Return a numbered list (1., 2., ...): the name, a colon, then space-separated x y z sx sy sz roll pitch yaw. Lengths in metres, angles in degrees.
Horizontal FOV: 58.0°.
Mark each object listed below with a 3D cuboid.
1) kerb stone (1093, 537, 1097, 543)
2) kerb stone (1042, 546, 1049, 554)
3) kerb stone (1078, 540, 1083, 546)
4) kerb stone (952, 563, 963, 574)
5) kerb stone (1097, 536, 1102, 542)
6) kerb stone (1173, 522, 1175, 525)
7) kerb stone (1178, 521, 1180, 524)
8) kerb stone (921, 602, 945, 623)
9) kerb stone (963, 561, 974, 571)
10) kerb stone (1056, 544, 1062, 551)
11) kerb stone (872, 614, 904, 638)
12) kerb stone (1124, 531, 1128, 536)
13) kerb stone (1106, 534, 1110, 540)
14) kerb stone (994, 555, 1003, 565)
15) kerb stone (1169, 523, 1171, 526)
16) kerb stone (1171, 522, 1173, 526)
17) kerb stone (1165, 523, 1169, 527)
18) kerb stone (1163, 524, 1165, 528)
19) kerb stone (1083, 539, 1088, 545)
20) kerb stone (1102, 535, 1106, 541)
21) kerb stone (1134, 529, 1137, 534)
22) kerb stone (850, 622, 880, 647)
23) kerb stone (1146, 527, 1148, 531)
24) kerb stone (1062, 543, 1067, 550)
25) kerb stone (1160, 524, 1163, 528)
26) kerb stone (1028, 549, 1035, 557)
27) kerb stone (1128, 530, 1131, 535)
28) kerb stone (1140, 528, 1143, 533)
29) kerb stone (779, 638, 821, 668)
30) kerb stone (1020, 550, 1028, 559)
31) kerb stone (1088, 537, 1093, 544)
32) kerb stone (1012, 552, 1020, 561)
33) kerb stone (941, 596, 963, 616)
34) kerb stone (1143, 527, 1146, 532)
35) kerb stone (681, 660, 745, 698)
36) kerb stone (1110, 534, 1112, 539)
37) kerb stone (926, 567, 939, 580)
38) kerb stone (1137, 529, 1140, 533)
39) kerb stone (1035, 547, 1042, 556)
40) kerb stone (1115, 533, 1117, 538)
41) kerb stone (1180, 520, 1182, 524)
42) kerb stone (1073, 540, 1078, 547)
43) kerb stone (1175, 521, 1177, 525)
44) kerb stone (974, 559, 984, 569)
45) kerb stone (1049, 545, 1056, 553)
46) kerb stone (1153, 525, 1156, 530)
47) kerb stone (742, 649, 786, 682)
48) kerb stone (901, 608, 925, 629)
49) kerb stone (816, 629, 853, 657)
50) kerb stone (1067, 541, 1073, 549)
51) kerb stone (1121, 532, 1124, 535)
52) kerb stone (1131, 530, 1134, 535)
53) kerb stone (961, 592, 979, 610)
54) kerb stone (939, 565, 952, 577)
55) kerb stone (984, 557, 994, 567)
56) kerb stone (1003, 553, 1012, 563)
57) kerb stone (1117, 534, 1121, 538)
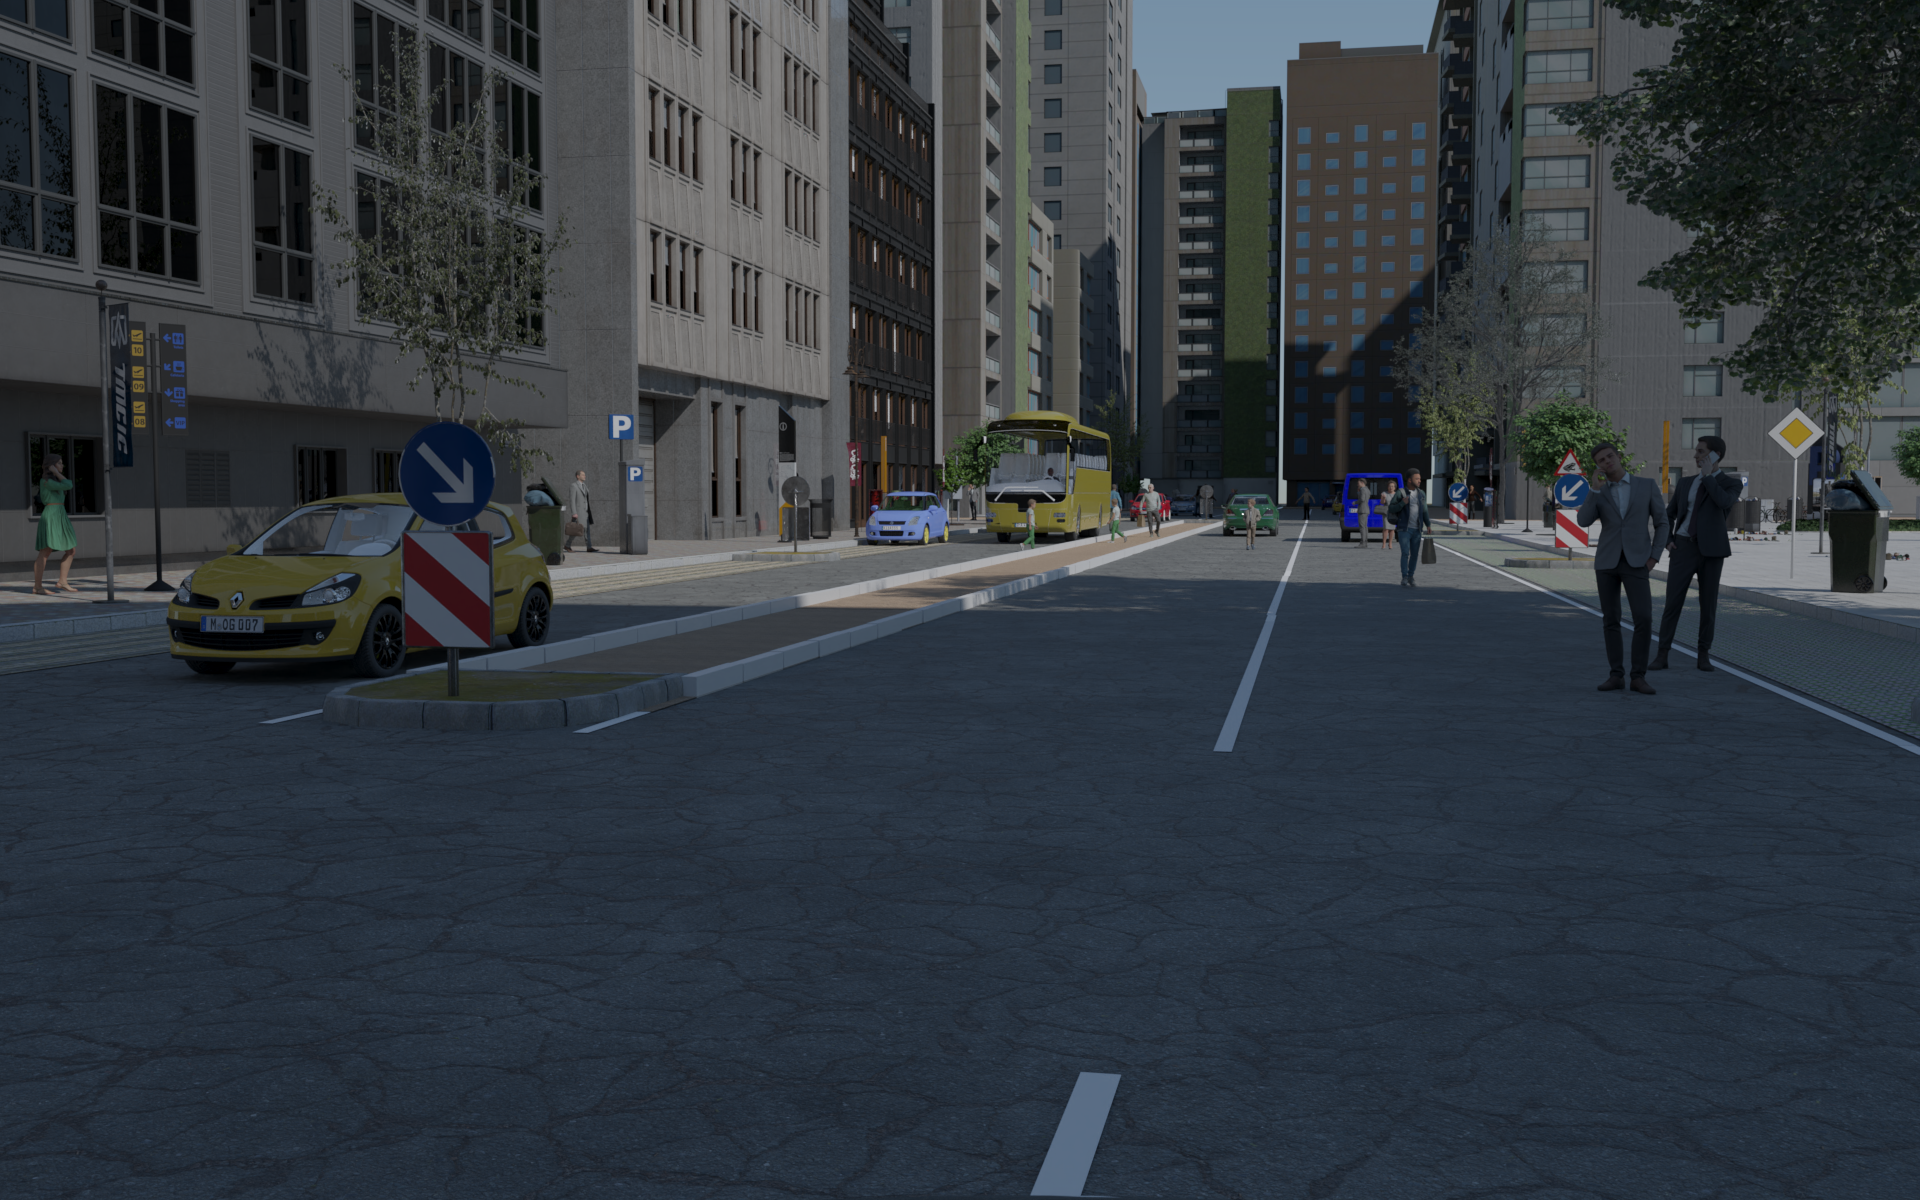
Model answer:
1. kerb stone: 3.792 -1.715 50.229 0.120 0.150 1.000 1 4 12
2. kerb stone: 1.928 -1.161 41.177 0.120 0.150 1.000 1 4 12
3. kerb stone: 3.164 -1.530 47.212 0.120 0.150 1.000 1 4 12
4. kerb stone: -0.153 -0.546 31.129 0.120 0.150 1.000 1 4 12
5. kerb stone: 3.990 -1.776 51.232 0.120 0.150 1.000 1 4 12
6. kerb stone: 9.371 -3.373 77.339 0.120 0.150 1.000 1 4 12
7. kerb stone: 9.996 -3.556 80.345 0.120 0.150 1.000 1 4 12
8. kerb stone: -0.361 0.155 19.698 0.120 0.150 1.000 1 4 12
9. kerb stone: 0.059 -0.606 32.134 0.120 0.150 1.000 1 4 12
10. kerb stone: 2.345 -1.284 43.193 0.120 0.150 1.000 1 4 12
11. kerb stone: -0.770 0.276 17.684 0.120 0.150 1.000 1 4 12
12. kerb stone: 5.447 -2.205 58.254 0.120 0.150 1.000 1 4 12
13. kerb stone: 4.413 -1.899 53.242 0.120 0.150 1.000 1 4 12
14. kerb stone: 0.680 -0.792 35.152 0.120 0.150 1.000 1 4 12
15. kerb stone: 8.966 -3.249 75.334 0.120 0.150 1.000 1 4 12
16. kerb stone: 9.170 -3.311 76.336 0.120 0.150 1.000 1 4 12
17. kerb stone: 8.761 -3.186 74.323 0.120 0.150 1.000 1 4 12
18. kerb stone: 8.350 -3.064 72.315 0.120 0.150 1.000 1 4 12
19. kerb stone: 3.372 -1.591 48.216 0.120 0.150 1.000 1 4 12
20. kerb stone: 4.203 -1.831 52.242 0.120 0.150 1.000 1 4 12
21. kerb stone: 6.062 -2.389 61.265 0.120 0.150 1.000 1 4 12
22. kerb stone: -0.978 0.344 16.681 0.120 0.150 1.000 1 4 12
23. kerb stone: 6.897 -2.636 65.286 0.120 0.150 1.000 1 4 12
24. kerb stone: 2.546 -1.346 44.197 0.120 0.150 1.000 1 4 12
25. kerb stone: 8.136 -3.004 71.304 0.120 0.150 1.000 1 4 12
26. kerb stone: 1.509 -1.038 39.163 0.120 0.150 1.000 1 4 12
27. kerb stone: 5.655 -2.267 59.255 0.120 0.150 1.000 1 4 12
28. kerb stone: 6.481 -2.511 63.270 0.120 0.150 1.000 1 4 12
29. kerb stone: -1.400 0.464 14.680 0.120 0.150 1.000 1 4 12
30. kerb stone: 1.303 -0.976 38.157 0.120 0.150 1.000 1 4 12
31. kerb stone: 3.586 -1.653 49.216 0.120 0.150 1.000 1 4 12
32. kerb stone: 1.093 -0.915 37.156 0.120 0.150 1.000 1 4 12
33. kerb stone: -0.157 0.092 20.699 0.120 0.150 1.000 1 4 12
34. kerb stone: 6.691 -2.569 64.285 0.120 0.150 1.000 1 4 12
35. kerb stone: -1.807 0.583 12.662 0.120 0.150 1.000 1 4 12
36. kerb stone: 4.619 -1.960 54.244 0.120 0.150 1.000 1 4 12
37. kerb stone: -0.559 -0.423 29.117 0.120 0.150 1.000 1 4 12
38. kerb stone: 6.274 -2.447 62.269 0.120 0.150 1.000 1 4 12
39. kerb stone: 1.716 -1.095 40.169 0.120 0.150 1.000 1 4 12
40. kerb stone: 4.820 -2.021 55.246 0.120 0.150 1.000 1 4 12
41. kerb stone: 10.206 -3.617 81.348 0.120 0.150 1.000 1 4 12
42. kerb stone: 2.951 -1.468 46.211 0.120 0.150 1.000 1 4 12
43. kerb stone: 9.588 -3.427 78.342 0.120 0.150 1.000 1 4 12
44. kerb stone: 0.266 -0.669 33.140 0.120 0.150 1.000 1 4 12
45. kerb stone: 2.135 -1.219 42.185 0.120 0.150 1.000 1 4 12
46. kerb stone: 7.515 -2.815 68.301 0.120 0.150 1.000 1 4 12
47. kerb stone: -1.603 0.529 13.664 0.120 0.150 1.000 1 4 12
48. kerb stone: -0.576 0.219 18.689 0.120 0.150 1.000 1 4 12
49. kerb stone: -1.185 0.399 15.679 0.120 0.150 1.000 1 4 12
50. kerb stone: 2.755 -1.407 45.207 0.120 0.150 1.000 1 4 12
51. kerb stone: 5.234 -2.139 57.254 0.120 0.150 1.000 1 4 12
52. kerb stone: 5.861 -2.326 60.262 0.120 0.150 1.000 1 4 12
53. kerb stone: 0.057 0.034 21.699 0.120 0.150 1.000 1 4 12
54. kerb stone: -0.351 -0.485 30.118 0.120 0.150 1.000 1 4 12
55. kerb stone: 0.471 -0.729 34.143 0.120 0.150 1.000 1 4 12
56. kerb stone: 0.888 -0.854 36.155 0.120 0.150 1.000 1 4 12
57. kerb stone: 5.034 -2.083 56.249 0.120 0.150 1.000 1 4 12
